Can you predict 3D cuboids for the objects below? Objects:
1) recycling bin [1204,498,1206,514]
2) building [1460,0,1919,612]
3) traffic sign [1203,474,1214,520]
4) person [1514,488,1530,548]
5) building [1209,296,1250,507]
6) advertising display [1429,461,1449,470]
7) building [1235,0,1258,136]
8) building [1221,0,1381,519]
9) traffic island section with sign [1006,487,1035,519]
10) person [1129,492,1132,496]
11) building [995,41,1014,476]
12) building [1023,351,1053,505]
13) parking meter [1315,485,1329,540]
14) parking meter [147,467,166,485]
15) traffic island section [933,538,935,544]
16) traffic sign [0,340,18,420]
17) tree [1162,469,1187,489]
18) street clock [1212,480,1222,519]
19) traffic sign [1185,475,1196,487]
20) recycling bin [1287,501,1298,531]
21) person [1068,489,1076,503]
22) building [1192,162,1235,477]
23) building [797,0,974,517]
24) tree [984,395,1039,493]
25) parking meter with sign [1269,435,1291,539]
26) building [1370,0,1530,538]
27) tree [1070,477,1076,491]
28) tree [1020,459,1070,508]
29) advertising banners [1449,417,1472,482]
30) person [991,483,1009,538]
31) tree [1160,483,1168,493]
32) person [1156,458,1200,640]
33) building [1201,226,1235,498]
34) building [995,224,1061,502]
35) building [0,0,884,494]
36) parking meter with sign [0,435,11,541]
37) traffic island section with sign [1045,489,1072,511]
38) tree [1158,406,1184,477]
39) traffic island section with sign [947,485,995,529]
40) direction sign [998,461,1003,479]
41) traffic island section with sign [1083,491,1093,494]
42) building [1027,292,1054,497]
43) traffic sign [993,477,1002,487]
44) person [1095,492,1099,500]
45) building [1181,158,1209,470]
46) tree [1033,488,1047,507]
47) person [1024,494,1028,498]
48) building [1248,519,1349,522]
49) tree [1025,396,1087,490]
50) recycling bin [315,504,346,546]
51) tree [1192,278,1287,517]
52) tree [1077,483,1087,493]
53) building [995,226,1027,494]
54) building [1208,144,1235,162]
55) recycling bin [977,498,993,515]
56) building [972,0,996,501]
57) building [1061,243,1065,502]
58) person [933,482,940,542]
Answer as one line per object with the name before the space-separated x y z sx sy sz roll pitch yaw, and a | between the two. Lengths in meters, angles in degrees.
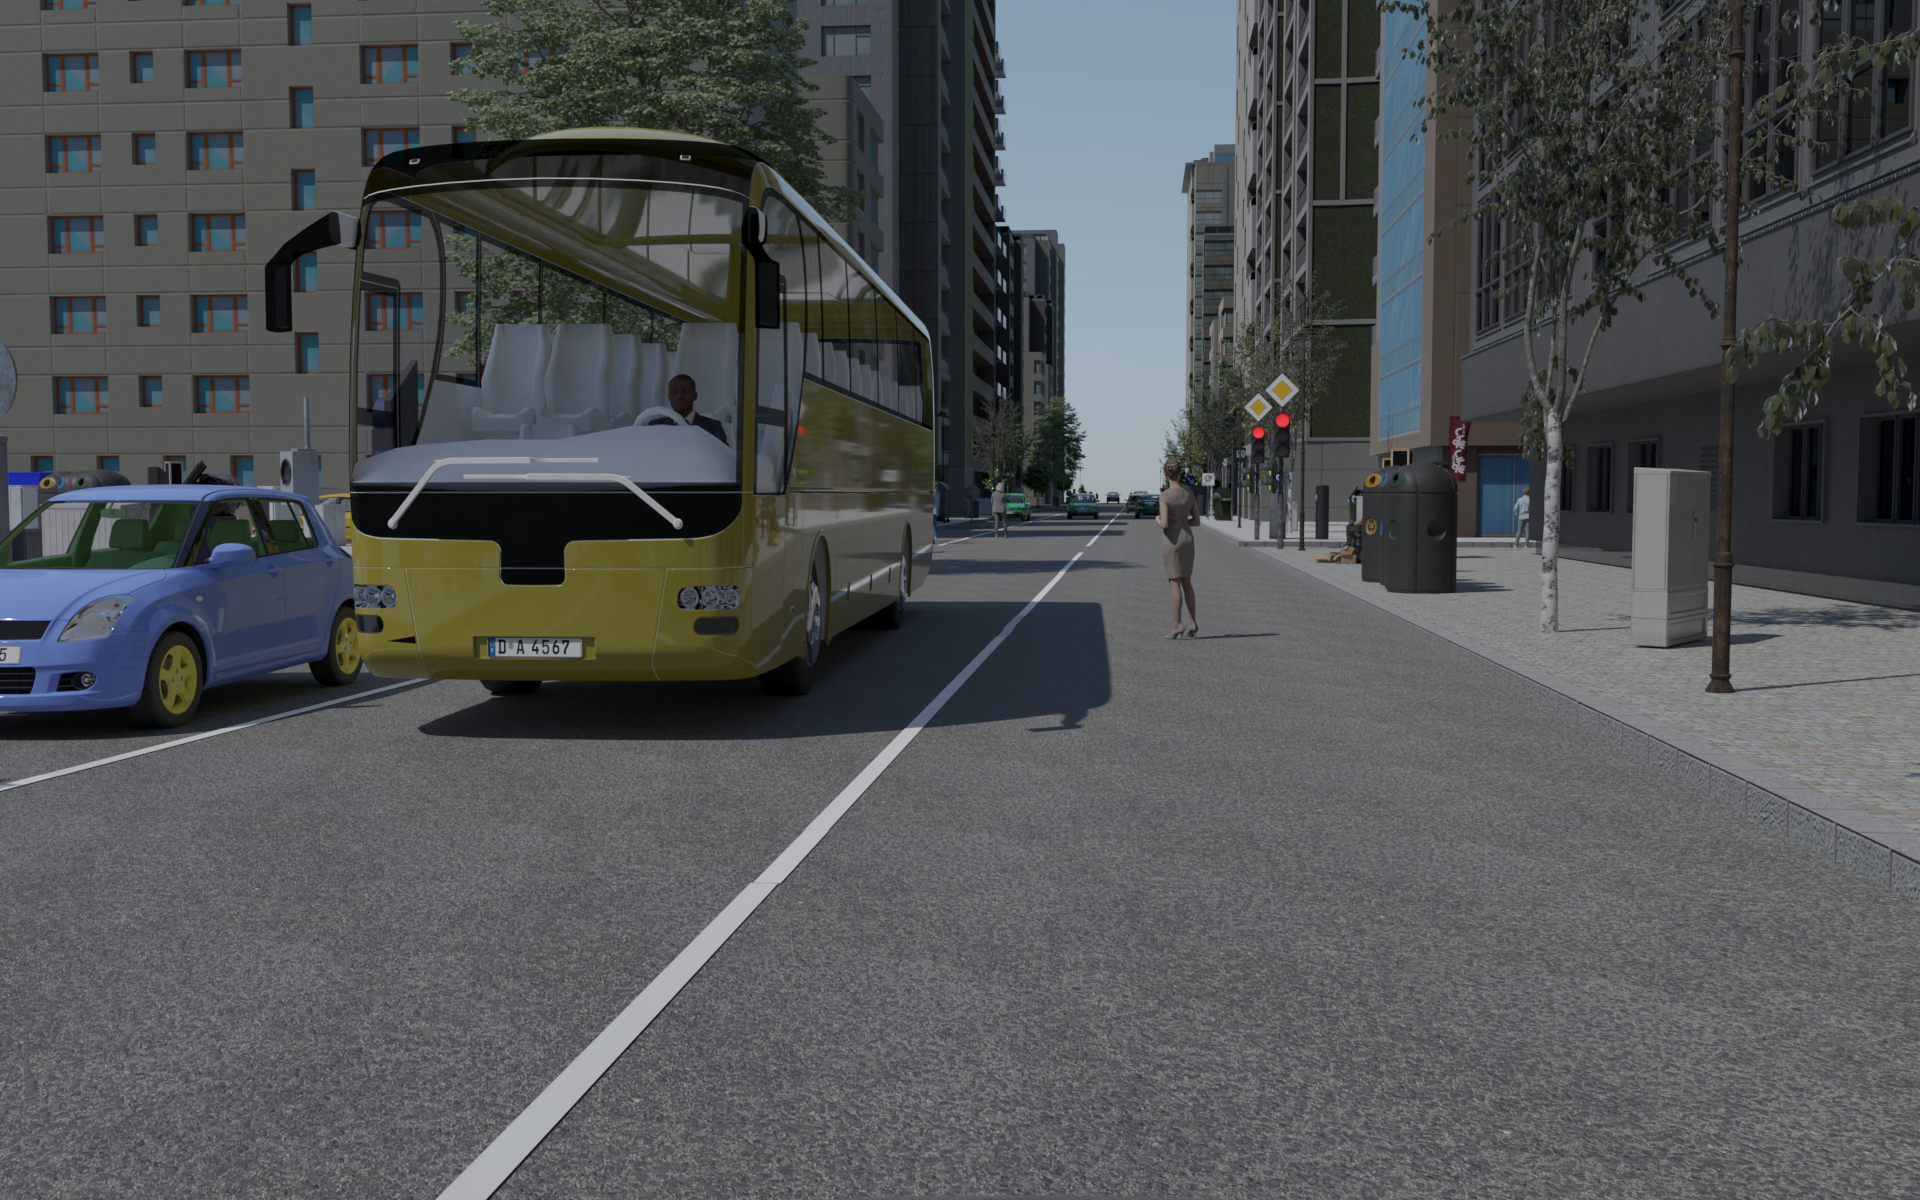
recycling bin | 15.592 -6.110 112.452 0.722 1.027 0.722 -1 4 -11
building | 16.424 -14.094 23.939 14.314 27.812 24.014 0 4 6
traffic sign | 12.304 -5.118 85.810 0.606 2.300 0.079 1 4 12
person | 14.722 -2.127 45.084 0.589 1.601 0.330 3 4 38
building | 38.222 -19.549 164.672 27.650 21.520 28.899 0 4 6
advertising display | 9.547 -1.804 34.710 0.123 1.923 0.974 0 4 -4
building | 35.784 -33.421 135.677 28.713 52.752 27.495 0 4 6
building | 27.785 -41.095 110.152 20.563 71.187 20.611 0 4 6
traffic island section with sign | 3.264 -5.530 99.043 1.989 1.847 2.006 0 4 6
person | 24.838 -14.818 251.438 0.551 1.740 0.621 -1 4 -22
building | -7.345 -33.256 163.338 23.786 49.044 30.456 0 4 6
building | -2.339 -23.336 226.575 27.650 21.520 28.899 0 4 6
parking meter | 10.202 -2.469 48.772 0.372 1.533 0.369 0 3 0
parking meter | -17.322 -1.937 37.385 0.255 1.863 0.399 0 4 -5
traffic island section | -1.820 -1.661 49.442 2.009 0.180 2.903 0 4 6
traffic sign | -7.651 -0.816 13.451 0.768 2.556 0.104 1 4 13
tree | 23.679 -12.591 189.581 4.285 4.588 4.351 0 3 0
street clock | 12.950 -5.065 87.376 0.471 2.002 0.358 2 4 27
traffic sign | 15.413 -7.081 115.879 0.768 2.556 0.104 0 4 7
recycling bin | 11.312 -2.902 60.000 0.722 1.027 0.722 0 4 4
person | 7.436 -6.387 113.276 0.623 1.781 0.721 -1 4 -23
building | 36.041 -32.522 215.323 14.154 41.232 14.086 0 4 6
building | -6.883 -25.192 95.492 14.154 41.232 14.086 0 4 6
tree | 3.785 -10.952 129.432 4.737 8.622 4.395 0 3 0
parking meter with sign | 9.200 -3.287 49.997 0.543 3.016 1.738 1 4 14
building | 21.469 -24.786 55.355 14.200 45.320 14.600 0 4 6
tree | 13.162 -14.526 221.214 4.285 4.588 4.351 0 3 0
tree | 7.228 -10.887 161.709 4.285 4.588 4.351 0 3 0
advertising banners | 10.448 -2.610 38.861 2.074 3.025 0.090 0 4 0
person | 1.283 -2.904 56.162 0.537 1.800 0.526 2 4 26
tree | 25.519 -13.145 209.516 1.663 3.219 1.824 0 3 0
person | 2.136 -0.505 17.090 0.599 1.781 0.374 -2 4 -35
building | 33.183 -25.440 187.652 14.160 30.474 14.107 0 4 6
building | 7.399 -35.320 261.072 14.154 41.232 14.086 0 4 6
building | -18.770 -13.619 67.717 27.650 21.520 28.899 0 4 6
parking meter with sign | -11.637 -1.481 20.481 0.543 3.016 1.738 1 4 13
traffic island section with sign | 8.334 -8.557 148.536 1.989 1.847 2.006 0 4 6
tree | 17.783 -10.976 129.828 4.737 8.622 4.395 0 3 0
traffic island section with sign | 0.527 -3.890 72.227 1.989 1.847 2.006 0 4 6
direction sign | 2.749 -7.728 118.343 0.379 3.537 0.876 1 4 22
traffic island section with sign | 19.528 -15.230 257.642 1.989 1.847 2.006 0 4 6
building | 6.025 -29.085 247.243 14.160 30.474 14.107 0 4 6
traffic sign | 2.289 -6.343 105.838 0.606 2.300 0.079 0 4 8
person | 21.289 -15.888 268.794 0.617 1.759 0.750 -1 4 -12
building | 48.557 -41.367 265.595 28.713 52.752 27.495 0 4 6
tree | 8.439 -11.269 178.850 1.663 3.219 1.824 0 3 0
person | 7.399 -11.991 204.186 1.348 1.869 0.705 -1 4 -19
building | 24.300 -39.339 81.442 20.563 71.187 20.611 0 4 6
tree | 11.411 -17.269 200.477 7.486 12.596 7.792 0 3 0
recycling bin | -15.659 -1.843 42.686 0.722 1.027 0.722 2 4 26
tree | 10.715 -6.526 57.058 4.360 8.622 3.978 0 3 0
tree | 19.891 -17.500 280.730 1.663 3.219 1.824 0 3 0
building | -0.618 -25.313 185.574 14.160 30.474 14.107 0 4 6
building | 43.700 -37.768 237.110 23.786 49.044 30.456 0 4 6
recycling bin | 1.492 -5.631 104.629 0.722 1.027 0.722 3 4 36
building | -8.679 -31.368 136.566 21.300 48.544 21.600 0 4 6
building | 9.392 -36.201 275.472 14.154 41.232 14.086 0 4 6
person | -0.775 -2.606 51.369 0.793 1.790 0.793 -1 4 -12
